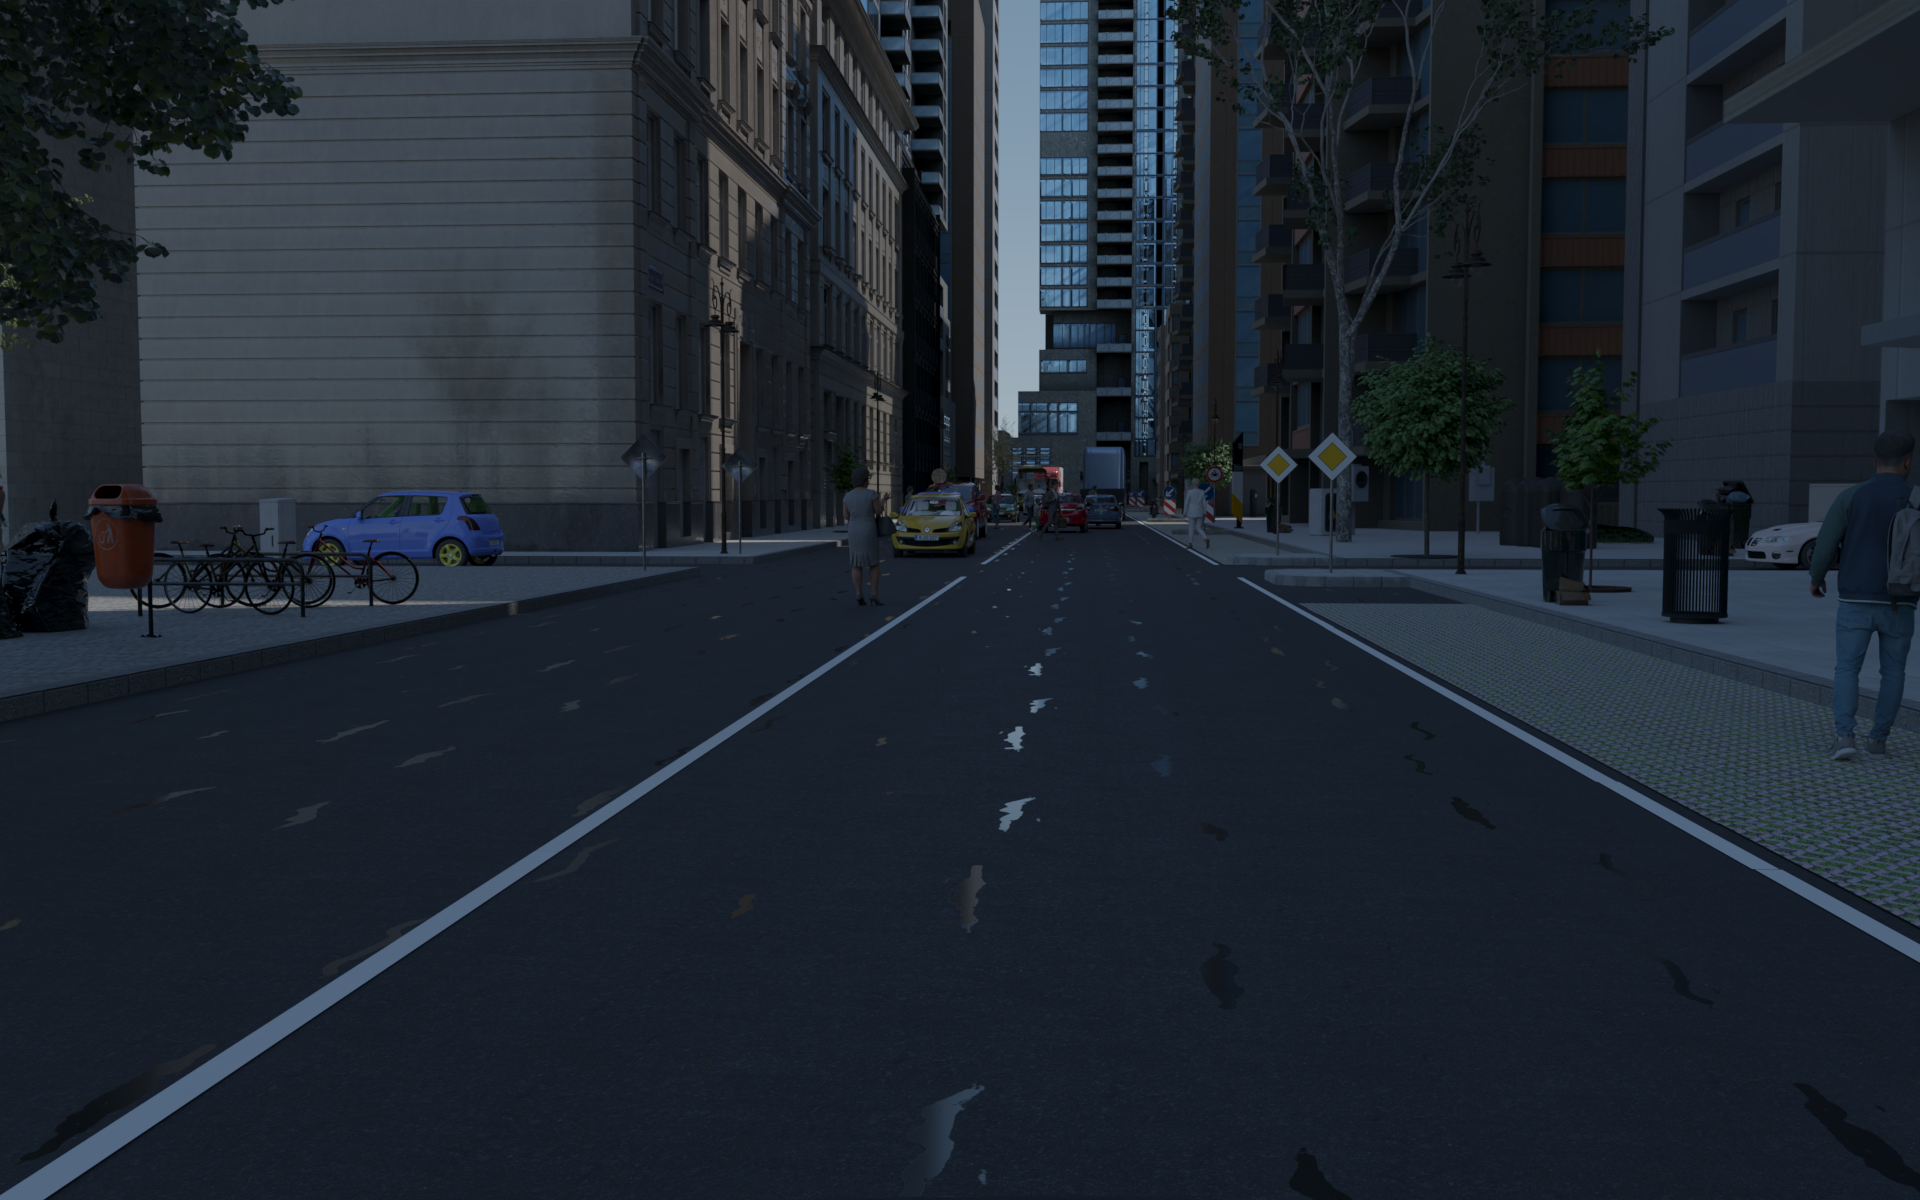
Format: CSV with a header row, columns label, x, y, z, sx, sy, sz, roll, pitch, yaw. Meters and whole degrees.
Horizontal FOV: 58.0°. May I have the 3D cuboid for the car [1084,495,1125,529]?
label,x,y,z,sx,sy,sz,roll,pitch,yaw
car,5.916,-3.715,72.744,2.014,1.417,4.499,0,4,6

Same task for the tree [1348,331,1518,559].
label,x,y,z,sx,sy,sz,roll,pitch,yaw
tree,9.561,-3.140,35.054,4.285,4.588,4.351,0,3,0

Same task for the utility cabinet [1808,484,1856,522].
label,x,y,z,sx,sy,sz,roll,pitch,yaw
utility cabinet,18.734,-1.724,36.871,1.173,1.500,0.318,2,4,34

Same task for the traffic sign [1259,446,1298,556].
label,x,y,z,sx,sy,sz,roll,pitch,yaw
traffic sign,6.621,-1.983,36.068,0.795,2.450,0.064,0,4,4

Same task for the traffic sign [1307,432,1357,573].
label,x,y,z,sx,sy,sz,roll,pitch,yaw
traffic sign,6.027,-1.496,28.105,0.795,2.450,0.064,0,4,4

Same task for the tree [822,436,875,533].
label,x,y,z,sx,sy,sz,roll,pitch,yaw
tree,-3.717,-3.871,57.891,1.663,3.219,1.824,0,3,0

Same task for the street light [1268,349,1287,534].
label,x,y,z,sx,sy,sz,roll,pitch,yaw
street light,10.143,-5.054,55.428,0.468,5.910,1.993,0,4,4

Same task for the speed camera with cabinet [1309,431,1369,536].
label,x,y,z,sx,sy,sz,roll,pitch,yaw
speed camera with cabinet,11.743,-3.625,53.612,2.038,3.252,0.660,-2,4,-34

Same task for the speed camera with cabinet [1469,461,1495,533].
label,x,y,z,sx,sy,sz,roll,pitch,yaw
speed camera with cabinet,17.712,-3.805,56.546,2.038,3.252,0.660,0,4,-1

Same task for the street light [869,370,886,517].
label,x,y,z,sx,sy,sz,roll,pitch,yaw
street light,-3.076,-5.634,64.900,0.468,5.910,1.993,0,4,4

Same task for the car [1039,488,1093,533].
label,x,y,z,sx,sy,sz,roll,pitch,yaw
car,3.937,-3.456,65.552,2.155,1.783,4.494,0,4,6

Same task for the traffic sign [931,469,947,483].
label,x,y,z,sx,sy,sz,roll,pitch,yaw
traffic sign,-1.062,-5.311,86.944,0.768,2.556,0.104,1,4,9

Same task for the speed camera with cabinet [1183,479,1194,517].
label,x,y,z,sx,sy,sz,roll,pitch,yaw
speed camera with cabinet,13.042,-6.376,98.588,0.660,3.252,2.038,0,4,6

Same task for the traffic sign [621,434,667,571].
label,x,y,z,sx,sy,sz,roll,pitch,yaw
traffic sign,-5.284,-1.549,28.967,0.795,2.450,0.064,0,4,4

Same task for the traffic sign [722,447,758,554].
label,x,y,z,sx,sy,sz,roll,pitch,yaw
traffic sign,-4.690,-2.036,36.930,0.795,2.450,0.064,0,4,4

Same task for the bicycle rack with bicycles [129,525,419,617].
label,x,y,z,sx,sy,sz,roll,pitch,yaw
bicycle rack with bicycles,-7.818,-0.350,19.109,2.925,0.926,2.852,0,4,5

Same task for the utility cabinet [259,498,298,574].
label,x,y,z,sx,sy,sz,roll,pitch,yaw
utility cabinet,-10.710,-0.981,27.196,0.306,1.237,1.020,-3,4,-37

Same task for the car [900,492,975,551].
label,x,y,z,sx,sy,sz,roll,pitch,yaw
car,-0.561,-2.163,44.951,1.945,1.707,3.694,0,4,4

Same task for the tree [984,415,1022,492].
label,x,y,z,sx,sy,sz,roll,pitch,yaw
tree,3.705,-12.976,162.523,4.360,8.622,3.978,0,3,0

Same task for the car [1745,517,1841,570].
label,x,y,z,sx,sy,sz,roll,pitch,yaw
car,17.263,-1.222,32.346,4.827,1.381,2.083,0,4,6

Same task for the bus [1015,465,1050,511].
label,x,y,z,sx,sy,sz,roll,pitch,yaw
bus,6.254,-9.663,149.540,2.896,3.916,12.252,0,4,3

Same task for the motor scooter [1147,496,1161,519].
label,x,y,z,sx,sy,sz,roll,pitch,yaw
motor scooter,10.803,-5.115,96.403,0.815,1.314,1.986,0,4,6

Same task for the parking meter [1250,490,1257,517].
label,x,y,z,sx,sy,sz,roll,pitch,yaw
parking meter,16.302,-5.374,96.276,0.372,1.533,0.369,0,3,0

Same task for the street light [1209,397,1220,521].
label,x,y,z,sx,sy,sz,roll,pitch,yaw
street light,12.129,-6.711,82.510,0.468,5.910,1.993,0,4,4

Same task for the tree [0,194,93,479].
label,x,y,z,sx,sy,sz,roll,pitch,yaw
tree,-16.131,-4.677,26.825,4.737,8.622,4.395,0,3,0

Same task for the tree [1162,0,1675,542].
label,x,y,z,sx,sy,sz,roll,pitch,yaw
tree,11.192,-11.530,44.409,12.611,20.169,13.585,0,3,0

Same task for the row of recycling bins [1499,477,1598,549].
label,x,y,z,sx,sy,sz,roll,pitch,yaw
row of recycling bins,14.192,-2.129,41.927,1.069,1.692,3.534,-1,4,-12

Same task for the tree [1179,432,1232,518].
label,x,y,z,sx,sy,sz,roll,pitch,yaw
tree,13.271,-6.641,92.293,4.285,4.588,4.351,0,3,0

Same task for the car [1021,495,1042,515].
label,x,y,z,sx,sy,sz,roll,pitch,yaw
car,5.246,-6.480,118.317,2.083,1.381,4.827,0,4,3

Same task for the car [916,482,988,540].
label,x,y,z,sx,sy,sz,roll,pitch,yaw
car,-0.260,-2.911,56.271,2.281,1.827,5.304,0,4,6

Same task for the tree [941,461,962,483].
label,x,y,z,sx,sy,sz,roll,pitch,yaw
tree,-0.584,-6.547,101.639,1.663,3.219,1.824,0,3,0

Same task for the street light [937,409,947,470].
label,x,y,z,sx,sy,sz,roll,pitch,yaw
street light,-0.950,-7.326,92.562,0.468,5.910,1.993,0,4,4

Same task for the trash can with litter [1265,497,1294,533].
label,x,y,z,sx,sy,sz,roll,pitch,yaw
trash can with litter,10.586,-2.806,57.259,0.624,1.170,1.055,-3,4,-37

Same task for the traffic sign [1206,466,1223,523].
label,x,y,z,sx,sy,sz,roll,pitch,yaw
traffic sign,11.459,-4.764,77.993,0.768,2.556,0.104,0,4,6

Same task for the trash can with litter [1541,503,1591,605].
label,x,y,z,sx,sy,sz,roll,pitch,yaw
trash can with litter,7.192,-0.547,20.327,0.624,1.170,1.055,0,4,5

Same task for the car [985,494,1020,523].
label,x,y,z,sx,sy,sz,roll,pitch,yaw
car,2.087,-4.764,87.681,2.009,1.686,4.222,0,4,5

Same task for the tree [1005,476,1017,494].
label,x,y,z,sx,sy,sz,roll,pitch,yaw
tree,5.922,-11.734,186.446,1.663,3.219,1.824,0,3,0

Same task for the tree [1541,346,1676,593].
label,x,y,z,sx,sy,sz,roll,pitch,yaw
tree,8.303,-1.722,22.760,1.663,3.219,1.824,0,3,0

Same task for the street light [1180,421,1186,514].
label,x,y,z,sx,sy,sz,roll,pitch,yaw
street light,14.219,-8.413,110.339,0.468,5.910,1.993,0,4,4

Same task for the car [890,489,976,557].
label,x,y,z,sx,sy,sz,roll,pitch,yaw
car,-0.580,-1.856,40.569,2.015,1.641,3.980,0,4,5

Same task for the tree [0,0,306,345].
label,x,y,z,sx,sy,sz,roll,pitch,yaw
tree,-7.682,-6.300,9.658,9.857,13.997,8.962,0,3,0

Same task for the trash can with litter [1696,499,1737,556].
label,x,y,z,sx,sy,sz,roll,pitch,yaw
trash can with litter,15.847,-1.514,36.140,0.624,1.170,1.055,0,4,-8

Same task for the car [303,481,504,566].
label,x,y,z,sx,sy,sz,roll,pitch,yaw
car,-10.676,-1.443,33.181,3.694,1.707,1.945,0,4,6
